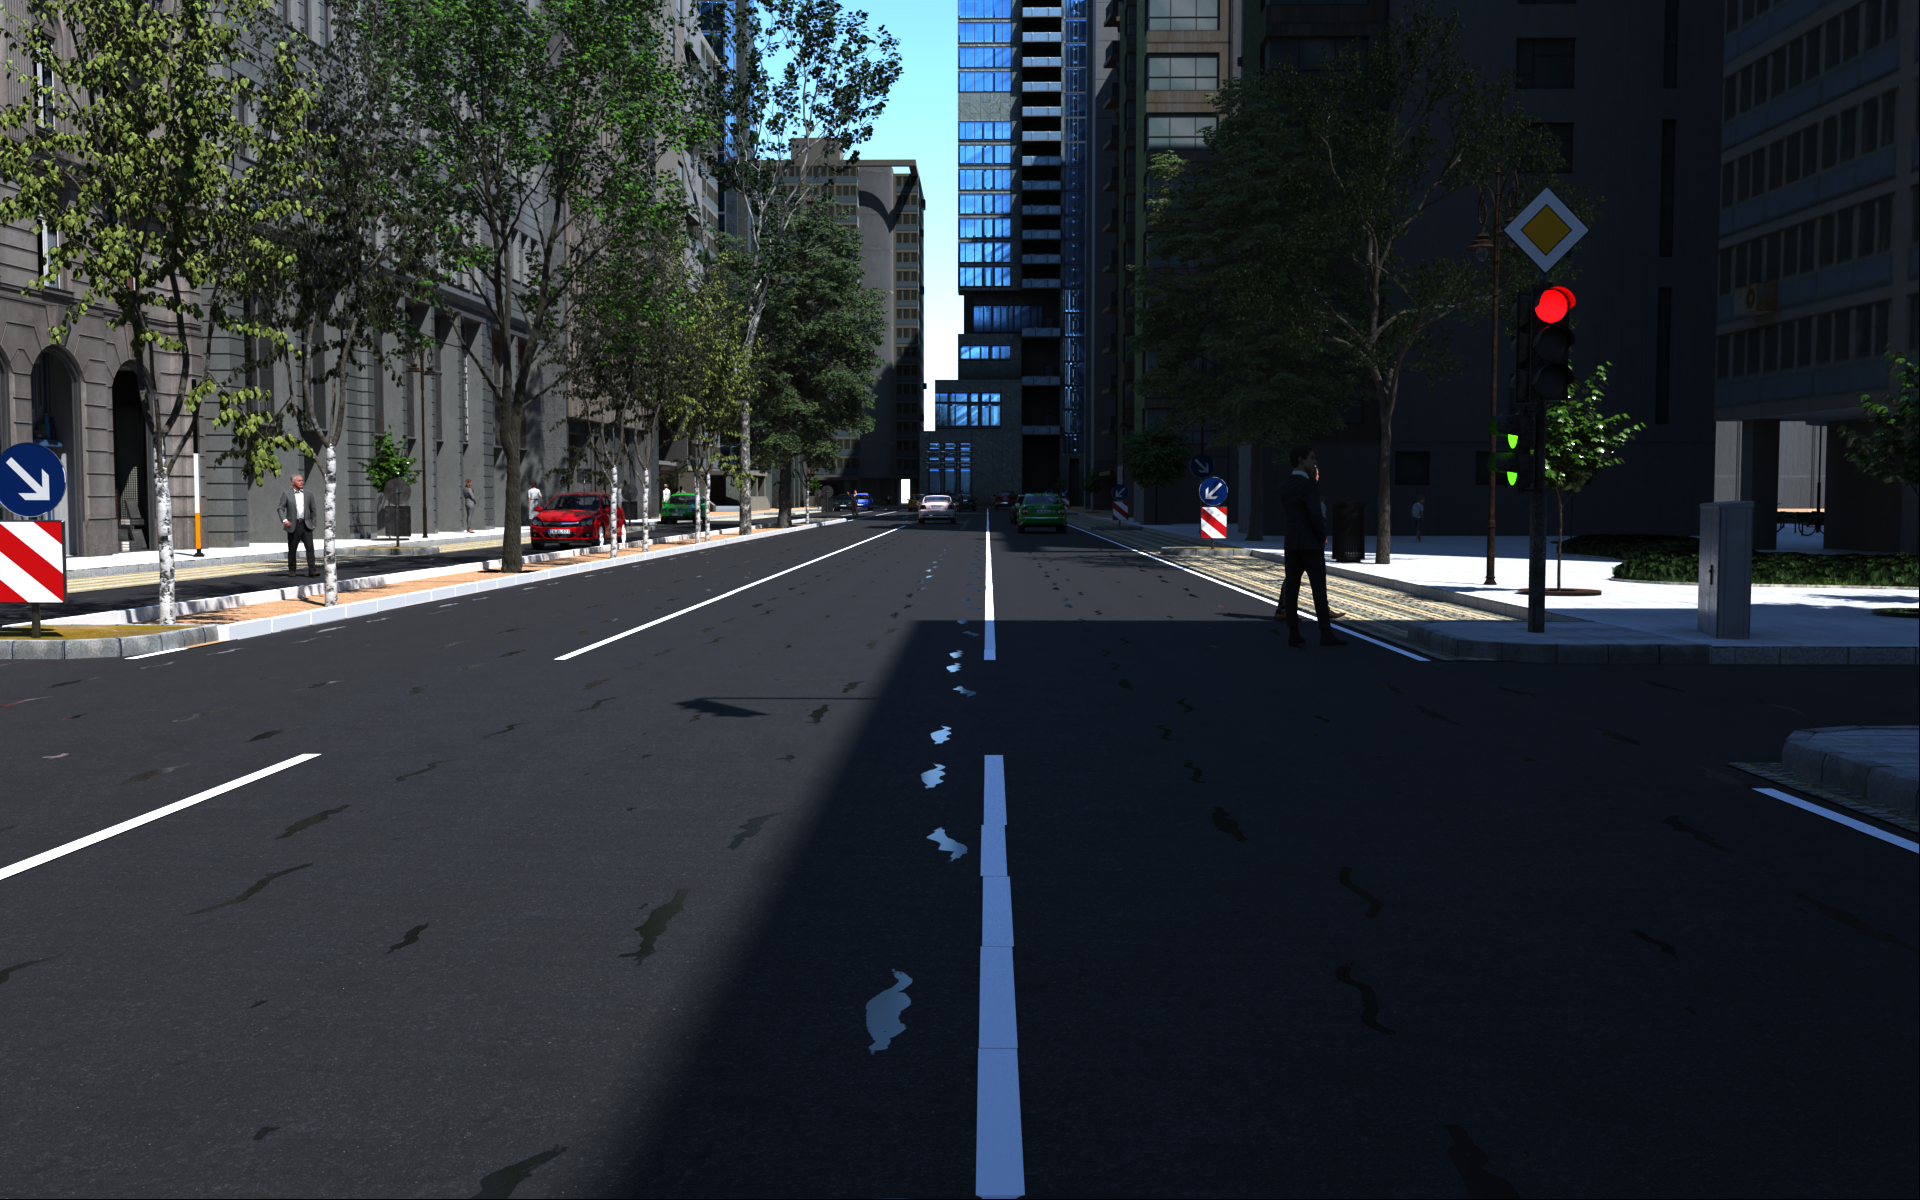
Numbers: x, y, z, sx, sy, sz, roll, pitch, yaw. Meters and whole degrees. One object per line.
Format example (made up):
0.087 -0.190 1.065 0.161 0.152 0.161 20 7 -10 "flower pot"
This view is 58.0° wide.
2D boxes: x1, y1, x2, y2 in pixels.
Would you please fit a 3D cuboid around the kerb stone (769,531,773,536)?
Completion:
-6.515 -2.213 58.374 0.120 0.150 1.000 0 4 1 "kerb stone"

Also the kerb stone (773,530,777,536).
-6.497 -2.275 59.396 0.120 0.150 1.000 0 4 1 "kerb stone"

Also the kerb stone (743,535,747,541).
-6.616 -1.836 52.218 0.120 0.150 1.000 0 4 1 "kerb stone"

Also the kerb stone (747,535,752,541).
-6.592 -1.898 53.250 0.120 0.150 1.000 0 4 1 "kerb stone"

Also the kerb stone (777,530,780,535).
-6.486 -2.338 60.419 0.120 0.150 1.000 0 4 1 "kerb stone"

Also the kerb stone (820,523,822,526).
-6.240 -3.278 75.800 0.120 0.150 1.000 0 4 1 "kerb stone"

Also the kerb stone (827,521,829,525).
-6.193 -3.466 78.871 0.120 0.150 1.000 0 4 1 "kerb stone"

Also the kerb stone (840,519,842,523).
-6.075 -3.904 86.031 0.120 0.150 1.000 0 4 1 "kerb stone"

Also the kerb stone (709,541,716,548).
-6.707 -1.460 46.072 0.120 0.150 1.000 0 4 1 "kerb stone"

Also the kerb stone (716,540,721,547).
-6.699 -1.523 47.097 0.120 0.150 1.000 0 4 1 "kerb stone"

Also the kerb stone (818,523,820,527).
-6.255 -3.216 74.778 0.120 0.150 1.000 0 4 1 "kerb stone"

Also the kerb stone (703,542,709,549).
-6.725 -1.398 45.047 0.120 0.150 1.000 0 4 1 "kerb stone"

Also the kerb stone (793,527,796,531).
-6.400 -2.649 65.553 0.120 0.150 1.000 0 4 1 "kerb stone"

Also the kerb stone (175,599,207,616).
-9.215 0.106 20.458 0.120 0.150 1.000 0 4 1 "kerb stone"

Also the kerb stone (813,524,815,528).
-6.288 -3.091 72.733 0.120 0.150 1.000 0 4 1 "kerb stone"

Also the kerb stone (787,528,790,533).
-6.434 -2.527 63.506 0.120 0.150 1.000 0 4 1 "kerb stone"

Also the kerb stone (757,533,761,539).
-6.564 -2.015 55.297 0.120 0.150 1.000 0 4 1 "kerb stone"

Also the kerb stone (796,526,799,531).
-6.393 -2.711 66.582 0.120 0.150 1.000 0 4 1 "kerb stone"

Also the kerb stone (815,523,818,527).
-6.268 -3.153 73.755 0.120 0.150 1.000 0 4 1 "kerb stone"

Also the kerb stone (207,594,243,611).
-9.197 0.046 21.480 0.120 0.150 1.000 0 4 1 "kerb stone"

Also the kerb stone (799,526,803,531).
-6.360 -2.773 67.605 0.120 0.150 1.000 0 4 1 "kerb stone"

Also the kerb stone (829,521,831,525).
-6.172 -3.529 79.893 0.120 0.150 1.000 0 4 1 "kerb stone"

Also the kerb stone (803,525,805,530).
-6.348 -2.840 68.628 0.120 0.150 1.000 0 4 1 "kerb stone"

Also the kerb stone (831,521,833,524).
-6.157 -3.591 80.916 0.120 0.150 1.000 0 4 1 "kerb stone"

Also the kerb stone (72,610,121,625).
-9.243 0.233 18.391 0.120 0.150 1.000 0 4 1 "kerb stone"

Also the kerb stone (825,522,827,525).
-6.209 -3.397 77.847 0.120 0.150 1.000 0 4 1 "kerb stone"

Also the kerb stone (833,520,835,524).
-6.137 -3.654 81.938 0.120 0.150 1.000 0 4 1 "kerb stone"

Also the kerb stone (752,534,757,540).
-6.582 -1.959 54.274 0.120 0.150 1.000 0 4 1 "kerb stone"

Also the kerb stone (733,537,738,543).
-6.649 -1.711 50.174 0.120 0.150 1.000 0 4 1 "kerb stone"

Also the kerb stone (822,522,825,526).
-6.227 -3.339 76.822 0.120 0.150 1.000 0 4 1 "kerb stone"

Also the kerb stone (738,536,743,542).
-6.631 -1.773 51.196 0.120 0.150 1.000 0 4 1 "kerb stone"

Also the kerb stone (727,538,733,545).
-6.658 -1.641 49.149 0.120 0.150 1.000 0 4 1 "kerb stone"

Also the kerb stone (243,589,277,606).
-9.177 -0.019 22.502 0.120 0.150 1.000 0 4 1 "kerb stone"

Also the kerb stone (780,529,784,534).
-6.467 -2.394 61.445 0.120 0.150 1.000 0 4 1 "kerb stone"

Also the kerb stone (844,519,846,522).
-6.042 -4.029 88.084 0.120 0.150 1.000 0 4 1 "kerb stone"

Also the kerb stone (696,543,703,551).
-6.737 -1.335 44.025 0.120 0.150 1.000 0 4 1 "kerb stone"

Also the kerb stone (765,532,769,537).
-6.526 -2.150 57.347 0.120 0.150 1.000 0 4 1 "kerb stone"

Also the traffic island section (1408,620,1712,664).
5.374 0.379 16.092 2.009 0.180 2.903 0 4 1 "traffic island section"

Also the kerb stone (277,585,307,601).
-9.167 -0.080 23.525 0.120 0.150 1.000 0 4 1 "kerb stone"

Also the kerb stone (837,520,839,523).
-6.111 -3.773 83.982 0.120 0.150 1.000 0 4 1 "kerb stone"

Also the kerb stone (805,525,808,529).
-6.330 -2.903 69.657 0.120 0.150 1.000 0 4 1 "kerb stone"

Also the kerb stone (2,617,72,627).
-9.261 0.295 17.369 0.120 0.150 1.000 0 4 1 "kerb stone"

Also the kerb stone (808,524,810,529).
-6.319 -2.962 70.689 0.120 0.150 1.000 0 4 1 "kerb stone"

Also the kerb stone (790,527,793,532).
-6.415 -2.583 64.528 0.120 0.150 1.000 0 4 1 "kerb stone"

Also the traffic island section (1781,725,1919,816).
5.248 0.867 8.108 2.009 0.180 2.903 0 4 1 "traffic island section"

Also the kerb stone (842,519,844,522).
-6.060 -3.964 87.054 0.120 0.150 1.000 0 4 1 "kerb stone"

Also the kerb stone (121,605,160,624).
-9.231 0.169 19.428 0.120 0.150 1.000 0 4 1 "kerb stone"

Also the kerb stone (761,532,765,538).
-6.547 -2.086 56.325 0.120 0.150 1.000 0 4 1 "kerb stone"

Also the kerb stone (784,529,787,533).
-6.452 -2.462 62.484 0.120 0.150 1.000 0 4 1 "kerb stone"

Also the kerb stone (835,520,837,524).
-6.127 -3.708 82.960 0.120 0.150 1.000 0 4 1 "kerb stone"

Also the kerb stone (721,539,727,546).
-6.678 -1.581 48.124 0.120 0.150 1.000 0 4 1 "kerb stone"

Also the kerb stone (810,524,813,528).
-6.302 -3.029 71.711 0.120 0.150 1.000 0 4 1 "kerb stone"
